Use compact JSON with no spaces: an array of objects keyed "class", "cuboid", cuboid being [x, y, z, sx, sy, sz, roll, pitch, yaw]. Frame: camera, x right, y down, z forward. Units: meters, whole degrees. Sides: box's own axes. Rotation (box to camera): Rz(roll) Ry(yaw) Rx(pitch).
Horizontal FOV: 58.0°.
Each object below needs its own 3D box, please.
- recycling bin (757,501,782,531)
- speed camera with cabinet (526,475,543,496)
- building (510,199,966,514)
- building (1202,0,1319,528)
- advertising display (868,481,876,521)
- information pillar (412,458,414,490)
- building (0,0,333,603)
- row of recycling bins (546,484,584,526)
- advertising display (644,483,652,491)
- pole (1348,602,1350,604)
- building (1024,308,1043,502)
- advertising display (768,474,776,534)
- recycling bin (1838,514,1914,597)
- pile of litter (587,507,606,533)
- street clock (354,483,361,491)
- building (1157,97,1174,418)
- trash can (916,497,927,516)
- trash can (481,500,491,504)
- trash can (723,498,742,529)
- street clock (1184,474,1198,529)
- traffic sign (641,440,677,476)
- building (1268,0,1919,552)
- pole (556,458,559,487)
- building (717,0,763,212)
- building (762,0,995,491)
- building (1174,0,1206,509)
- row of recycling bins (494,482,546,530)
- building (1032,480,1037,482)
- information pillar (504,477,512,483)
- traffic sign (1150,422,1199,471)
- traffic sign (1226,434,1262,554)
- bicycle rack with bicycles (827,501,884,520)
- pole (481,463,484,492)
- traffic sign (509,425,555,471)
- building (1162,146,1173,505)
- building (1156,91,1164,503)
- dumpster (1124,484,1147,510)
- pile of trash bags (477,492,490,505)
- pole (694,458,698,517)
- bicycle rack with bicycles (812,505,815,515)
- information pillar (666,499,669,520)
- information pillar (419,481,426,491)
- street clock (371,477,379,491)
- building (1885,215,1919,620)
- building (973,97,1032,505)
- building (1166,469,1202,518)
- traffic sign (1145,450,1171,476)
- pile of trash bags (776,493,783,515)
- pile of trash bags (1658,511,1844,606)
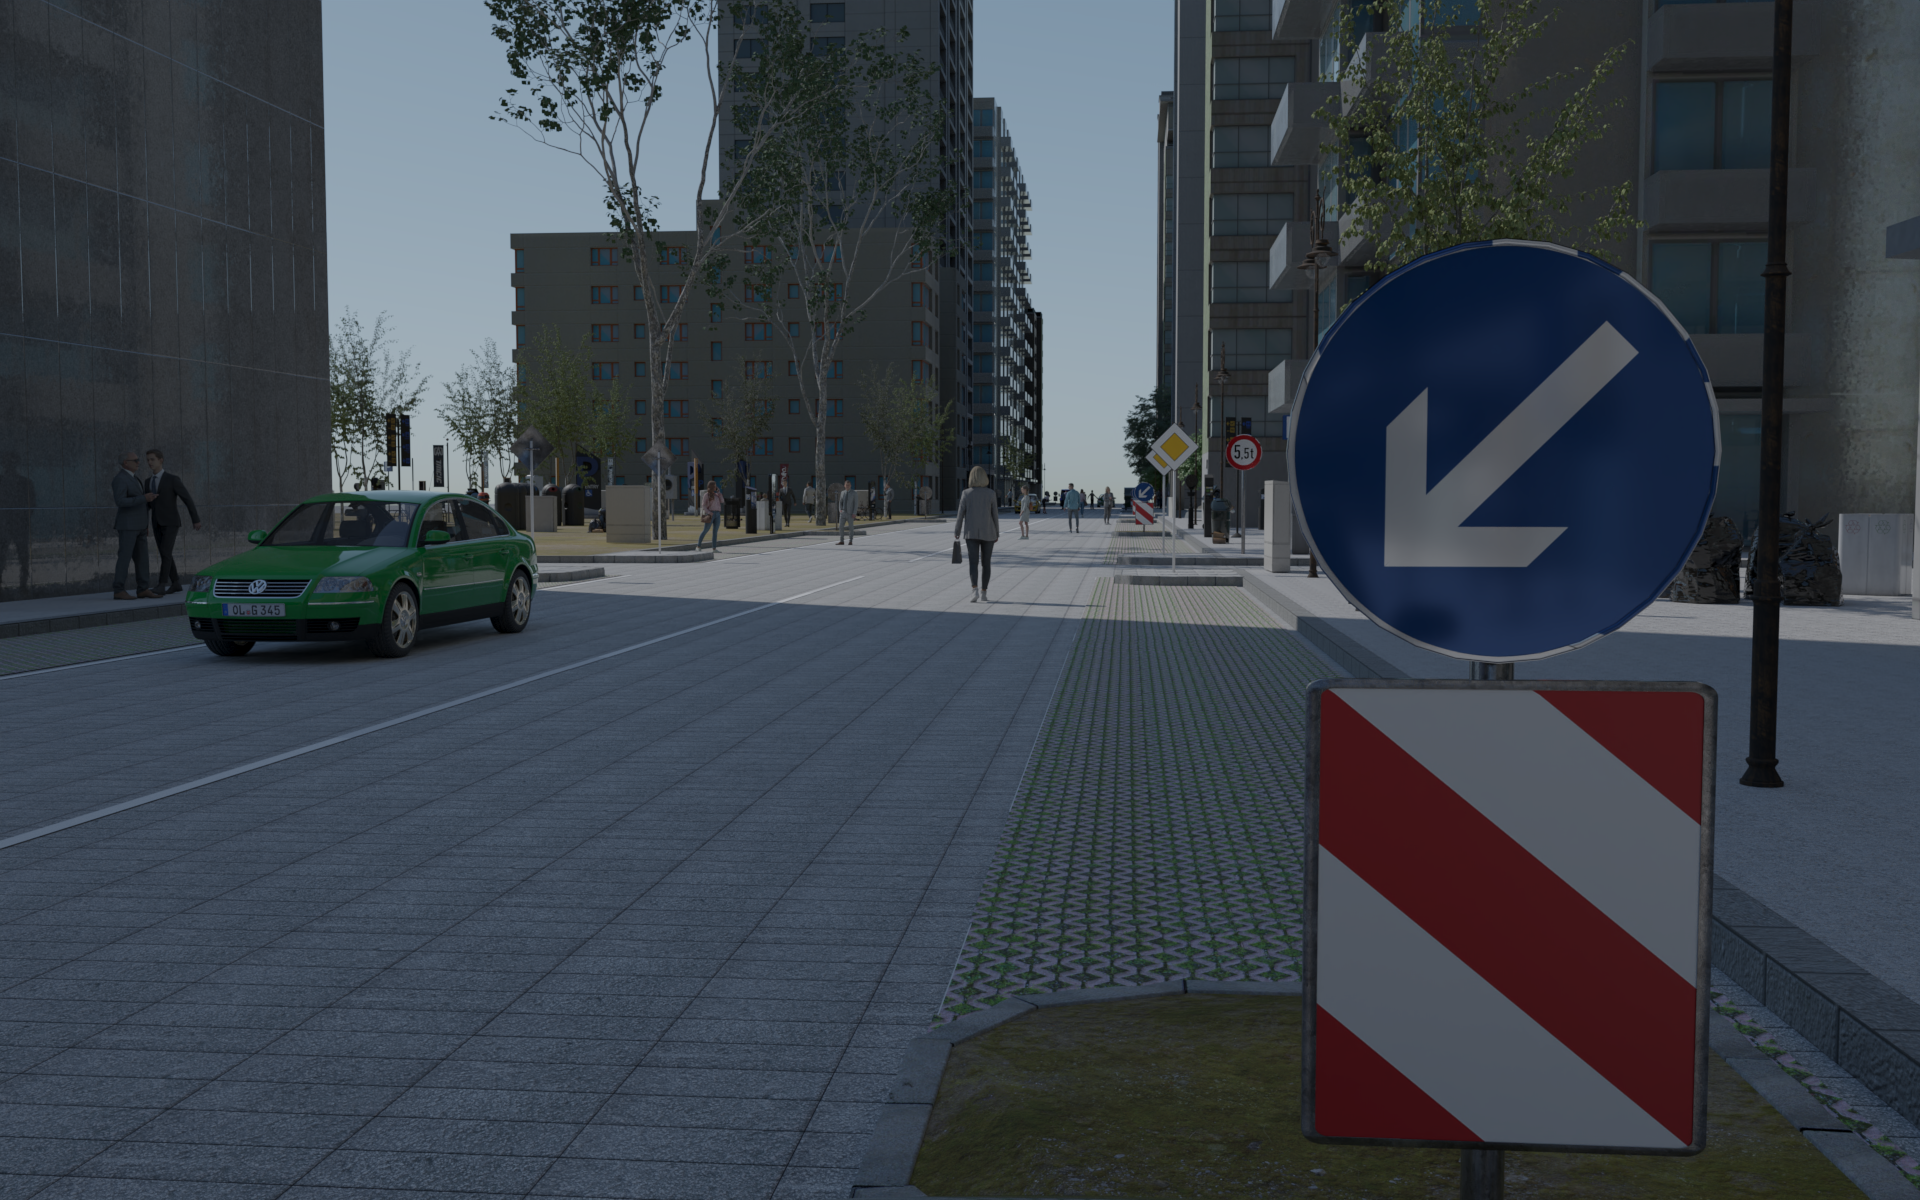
[{"class":"recycling bin","cuboid":[-6.778,-2.979,61.268,0.722,1.027,0.722,-3,5,-40]},{"class":"speed camera with cabinet","cuboid":[-20.279,-5.504,84.325,2.038,3.252,0.660,3,4,39]},{"class":"building","cuboid":[-14.622,-17.312,128.086,27.650,21.520,28.899,0,4,5]},{"class":"building","cuboid":[17.064,-23.683,70.807,14.154,41.232,14.086,0,4,5]},{"class":"advertising display","cuboid":[-4.258,-4.800,83.691,0.123,1.923,0.974,1,4,11]},{"class":"information pillar","cuboid":[-35.532,-7.412,112.544,0.183,3.616,0.504,-1,4,-14]},{"class":"building","cuboid":[-20.973,-12.556,23.309,19.932,24.808,12.078,0,4,5]},{"class":"row of recycling bins","cuboid":[-16.949,-3.843,69.951,3.534,1.692,1.069,-2,4,-33]},{"class":"advertising display","cuboid":[-17.228,-5.583,96.494,0.974,1.923,0.123,3,4,37]},{"class":"pole","cuboid":[4.628,-1.606,20.103,0.158,3.312,0.155,0,3,0]},{"class":"building","cuboid":[5.326,-30.153,264.697,14.160,30.474,14.107,0,4,5]},{"class":"advertising display","cuboid":[-6.071,-3.109,56.054,0.123,1.923,0.974,0,4,2]},{"class":"recycling bin","cuboid":[11.686,-0.584,22.111,0.722,1.027,0.722,3,5,40]},{"class":"pile of litter","cuboid":[-11.706,-2.689,57.923,1.719,0.858,1.176,-2,4,-29]},{"class":"street clock","cuboid":[-38.634,-6.515,111.094,0.358,2.002,0.471,1,4,22]},{"class":"building","cuboid":[40.132,-38.896,225.186,28.713,52.752,27.495,0,4,5]},{"class":"trash can","cuboid":[-2.272,-5.510,101.749,0.748,1.137,0.748,0,3,0]},{"class":"trash can","cuboid":[-11.259,-1.745,40.178,0.748,1.137,0.748,0,3,0]},{"class":"trash can","cuboid":[-8.389,-3.185,63.728,0.748,1.137,0.748,0,3,0]},{"class":"street clock","cuboid":[8.532,-3.632,63.950,0.471,2.002,0.358,0,4,-6]},{"class":"traffic sign","cuboid":[-6.469,-2.141,37.200,0.795,2.593,0.064,0,4,5]},{"class":"building","cuboid":[23.902,-26.094,46.251,30.456,49.044,23.786,0,4,5]},{"class":"pole","cuboid":[-22.649,-6.341,97.511,0.158,3.312,0.155,0,3,0]},{"class":"building","cuboid":[-8.708,-43.604,151.185,20.563,71.187,20.611,0,4,5]},{"class":"building","cuboid":[-7.051,-44.877,171.995,20.563,71.187,20.611,0,4,5]},{"class":"building","cuboid":[26.087,-35.712,125.897,21.231,58.520,28.212,0,4,5]},{"class":"row of recycling bins","cuboid":[-16.050,-3.404,62.771,1.069,1.692,3.534,0,4,-1]},{"class":"building","cuboid":[-1.441,-38.094,242.438,23.786,49.044,30.456,0,4,5]},{"class":"information pillar","cuboid":[-20.039,-4.418,76.733,0.304,2.012,0.304,-1,4,-10]},{"class":"traffic sign","cuboid":[3.507,-1.591,28.199,0.795,2.593,0.064,0,4,5]},{"class":"traffic sign","cuboid":[6.054,-2.254,36.962,0.768,2.556,0.104,1,4,13]},{"class":"bicycle rack with bicycles","cuboid":[-5.095,-4.439,85.958,2.925,0.926,2.852,-1,4,-10]},{"class":"pole","cuboid":[-31.703,-7.412,115.037,0.158,3.312,0.155,0,3,0]},{"class":"traffic sign","cuboid":[-7.235,-1.655,29.252,0.795,2.593,0.064,0,4,5]},{"class":"building","cuboid":[31.162,-31.924,205.553,14.154,41.232,14.086,0,4,5]},{"class":"building","cuboid":[39.288,-43.489,253.038,21.231,58.520,28.212,0,4,5]},{"class":"dumpster","cuboid":[14.405,-8.379,141.939,1.985,2.255,1.502,0,4,6]},{"class":"pile of trash bags","cuboid":[-27.457,-5.751,103.774,3.447,1.369,1.912,0,4,-6]},{"class":"pole","cuboid":[-15.081,-6.432,99.011,0.158,3.312,0.155,0,3,0]},{"class":"bicycle rack with bicycles","cuboid":[-7.849,-5.704,106.637,2.925,0.926,2.852,0,4,-3]},{"class":"information pillar","cuboid":[-14.815,-5.063,87.266,0.304,2.012,0.304,0,4,-2]},{"class":"information pillar","cuboid":[-29.622,-5.565,95.476,0.304,2.012,0.304,0,4,6]},{"class":"street clock","cuboid":[-25.215,-4.287,74.670,0.358,2.002,0.471,-2,4,-33]},{"class":"building","cuboid":[19.611,-25.302,2.931,28.713,52.752,27.495,0,4,5]},{"class":"building","cuboid":[-4.339,-36.243,212.177,23.786,49.044,30.456,0,4,5]},{"class":"building","cuboid":[28.072,-24.771,96.893,32.217,40.220,23.993,0,4,5]},{"class":"traffic sign","cuboid":[4.274,-2.077,36.147,0.795,2.593,0.064,0,4,5]},{"class":"pile of trash bags","cuboid":[-11.734,-5.947,106.982,1.912,1.369,3.447,-2,4,-25]},{"class":"pile of trash bags","cuboid":[8.801,-0.690,21.041,3.447,1.369,1.912,1,4,22]}]
